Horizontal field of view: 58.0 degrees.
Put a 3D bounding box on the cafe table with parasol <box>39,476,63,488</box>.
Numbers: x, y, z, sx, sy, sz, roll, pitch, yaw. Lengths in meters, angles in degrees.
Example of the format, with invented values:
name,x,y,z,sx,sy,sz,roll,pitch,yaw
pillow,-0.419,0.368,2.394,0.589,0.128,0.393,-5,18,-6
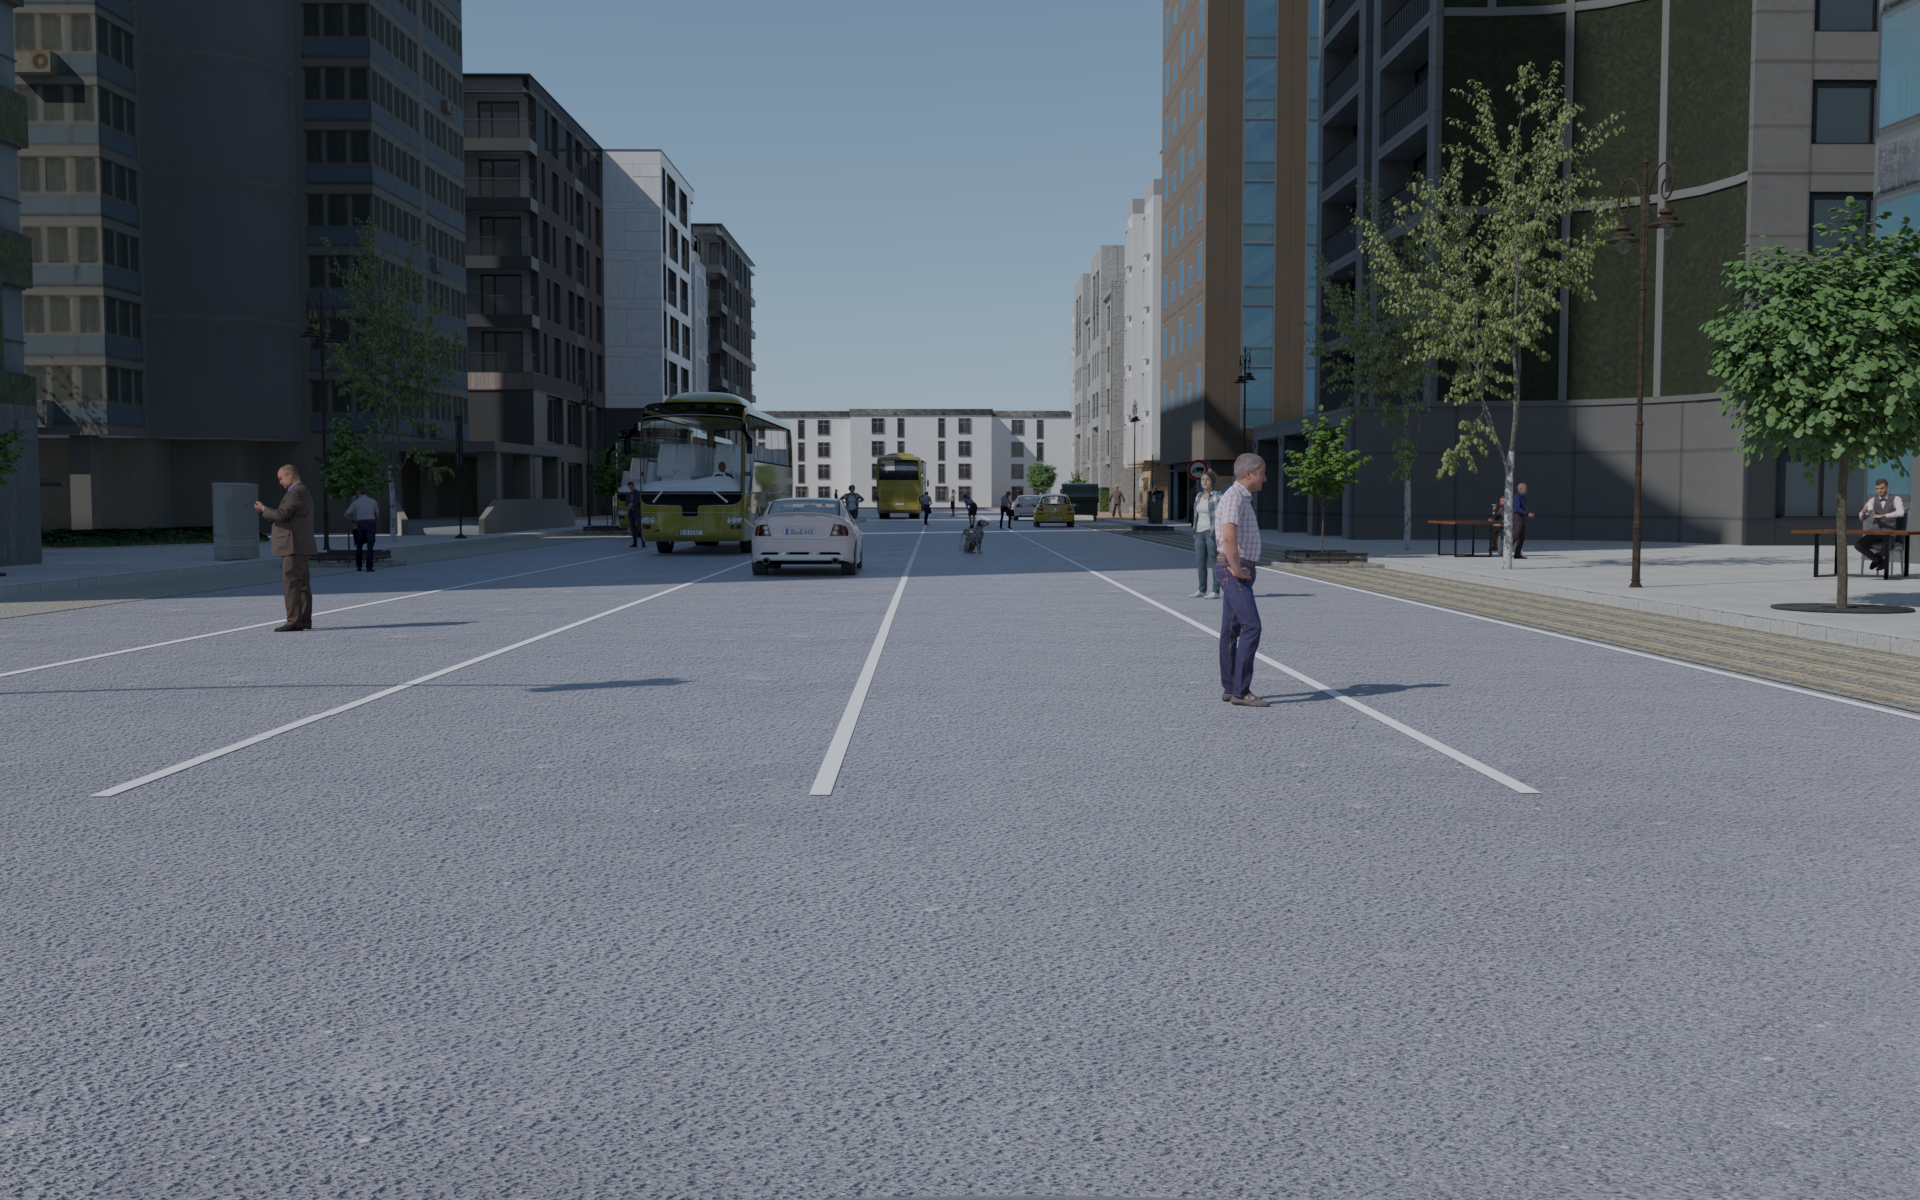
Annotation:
name,x,y,z,sx,sy,sz,roll,pitch,yaw
cafe table with parasol,-20.616,-1.967,37.032,2.610,1.966,2.610,-2,4,-32

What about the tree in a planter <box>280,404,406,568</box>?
name,x,y,z,sx,sy,sz,roll,pitch,yaw
tree in a planter,-12.166,-2.273,34.380,1.991,3.239,1.994,0,4,-1

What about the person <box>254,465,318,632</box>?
name,x,y,z,sx,sy,sz,roll,pitch,yaw
person,-7.074,-0.552,18.220,0.600,1.739,0.565,-3,4,-39

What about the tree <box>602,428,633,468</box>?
name,x,y,z,sx,sy,sz,roll,pitch,yaw
tree,-15.334,-6.036,82.400,4.285,4.588,4.351,0,3,0

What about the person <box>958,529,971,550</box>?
name,x,y,z,sx,sy,sz,roll,pitch,yaw
person,0.157,-1.553,44.359,0.357,0.543,0.381,-2,4,-31

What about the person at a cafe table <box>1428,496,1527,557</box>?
name,x,y,z,sx,sy,sz,roll,pitch,yaw
person at a cafe table,10.739,-1.514,35.607,1.726,1.238,1.698,0,4,-3

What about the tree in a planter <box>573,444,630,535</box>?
name,x,y,z,sx,sy,sz,roll,pitch,yaw
tree in a planter,-12.514,-3.920,61.321,1.991,3.239,1.994,0,4,-1

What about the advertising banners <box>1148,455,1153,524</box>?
name,x,y,z,sx,sy,sz,roll,pitch,yaw
advertising banners,8.403,-4.895,76.226,0.090,3.025,2.074,1,4,12

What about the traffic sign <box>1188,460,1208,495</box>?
name,x,y,z,sx,sy,sz,roll,pitch,yaw
traffic sign,8.775,-3.904,63.940,0.768,2.556,0.104,0,4,3

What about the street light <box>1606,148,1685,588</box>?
name,x,y,z,sx,sy,sz,roll,pitch,yaw
street light,9.283,-3.109,23.615,0.468,5.910,1.993,0,4,-1

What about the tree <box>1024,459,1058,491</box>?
name,x,y,z,sx,sy,sz,roll,pitch,yaw
tree,7.521,-10.835,160.868,4.285,4.588,4.351,0,3,0

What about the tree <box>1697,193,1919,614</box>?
name,x,y,z,sx,sy,sz,roll,pitch,yaw
tree,9.844,-2.167,19.137,4.285,4.588,4.351,0,3,0

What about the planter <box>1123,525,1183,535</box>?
name,x,y,z,sx,sy,sz,roll,pitch,yaw
planter,6.826,-2.480,61.690,1.991,0.319,1.994,0,4,-1

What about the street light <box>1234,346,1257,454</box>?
name,x,y,z,sx,sy,sz,roll,pitch,yaw
street light,8.921,-4.988,54.338,0.468,5.910,1.993,0,4,-1

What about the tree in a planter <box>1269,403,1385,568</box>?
name,x,y,z,sx,sy,sz,roll,pitch,yaw
tree in a planter,7.175,-2.261,34.184,1.991,3.239,1.994,0,4,-1

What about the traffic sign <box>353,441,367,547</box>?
name,x,y,z,sx,sy,sz,roll,pitch,yaw
traffic sign,-14.630,-2.553,41.849,0.768,2.556,0.104,0,4,7

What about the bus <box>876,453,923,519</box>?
name,x,y,z,sx,sy,sz,roll,pitch,yaw
bus,-3.585,-6.818,103.029,2.896,3.916,12.252,0,4,-2

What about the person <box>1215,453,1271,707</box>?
name,x,y,z,sx,sy,sz,roll,pitch,yaw
person,1.971,-0.151,11.909,0.436,1.711,0.756,1,4,20

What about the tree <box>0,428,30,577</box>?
name,x,y,z,sx,sy,sz,roll,pitch,yaw
tree,-15.283,-1.973,26.863,1.663,3.219,1.824,0,3,0

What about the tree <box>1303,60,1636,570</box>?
name,x,y,z,sx,sy,sz,roll,pitch,yaw
tree,9.147,-4.835,29.415,4.737,8.622,4.395,0,3,0

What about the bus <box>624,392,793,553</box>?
name,x,y,z,sx,sy,sz,roll,pitch,yaw
bus,-6.188,-3.289,45.330,2.896,3.916,12.252,0,4,0

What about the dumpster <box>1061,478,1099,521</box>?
name,x,y,z,sx,sy,sz,roll,pitch,yaw
dumpster,6.243,-5.219,90.274,1.985,2.255,1.502,0,4,0

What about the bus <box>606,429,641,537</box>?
name,x,y,z,sx,sy,sz,roll,pitch,yaw
bus,-9.970,-4.282,61.560,2.896,3.916,12.252,0,4,-1

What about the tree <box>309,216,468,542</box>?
name,x,y,z,sx,sy,sz,roll,pitch,yaw
tree,-15.112,-5.847,45.965,4.737,8.622,4.395,0,3,0

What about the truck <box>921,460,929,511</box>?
name,x,y,z,sx,sy,sz,roll,pitch,yaw
truck,-4.181,-9.784,148.884,2.839,4.237,11.283,0,4,0

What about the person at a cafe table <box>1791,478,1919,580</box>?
name,x,y,z,sx,sy,sz,roll,pitch,yaw
person at a cafe table,14.009,-1.108,26.629,1.622,1.524,1.698,-3,5,-40

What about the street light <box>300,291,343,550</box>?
name,x,y,z,sx,sy,sz,roll,pitch,yaw
street light,-14.558,-4.088,39.631,0.468,5.910,1.993,0,4,-1

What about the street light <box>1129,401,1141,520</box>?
name,x,y,z,sx,sy,sz,roll,pitch,yaw
street light,8.501,-6.821,84.317,0.468,5.910,1.993,0,4,-1

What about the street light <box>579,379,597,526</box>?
name,x,y,z,sx,sy,sz,roll,pitch,yaw
street light,-14.934,-5.922,69.612,0.468,5.910,1.993,0,4,-1

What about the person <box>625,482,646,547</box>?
name,x,y,z,sx,sy,sz,roll,pitch,yaw
person,-8.751,-2.299,46.538,0.683,1.767,0.568,1,4,19

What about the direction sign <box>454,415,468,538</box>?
name,x,y,z,sx,sy,sz,roll,pitch,yaw
direction sign,-14.468,-3.554,50.098,0.379,3.537,0.876,-2,4,-27

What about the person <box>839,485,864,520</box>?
name,x,y,z,sx,sy,sz,roll,pitch,yaw
person,-3.539,-2.896,56.566,0.841,1.734,0.376,0,4,-5

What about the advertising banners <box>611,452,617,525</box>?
name,x,y,z,sx,sy,sz,roll,pitch,yaw
advertising banners,-14.362,-4.644,72.111,0.090,3.025,2.074,0,4,-4

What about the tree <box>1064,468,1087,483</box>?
name,x,y,z,sx,sy,sz,roll,pitch,yaw
tree,8.556,-8.033,125.947,1.663,3.219,1.824,0,3,0
